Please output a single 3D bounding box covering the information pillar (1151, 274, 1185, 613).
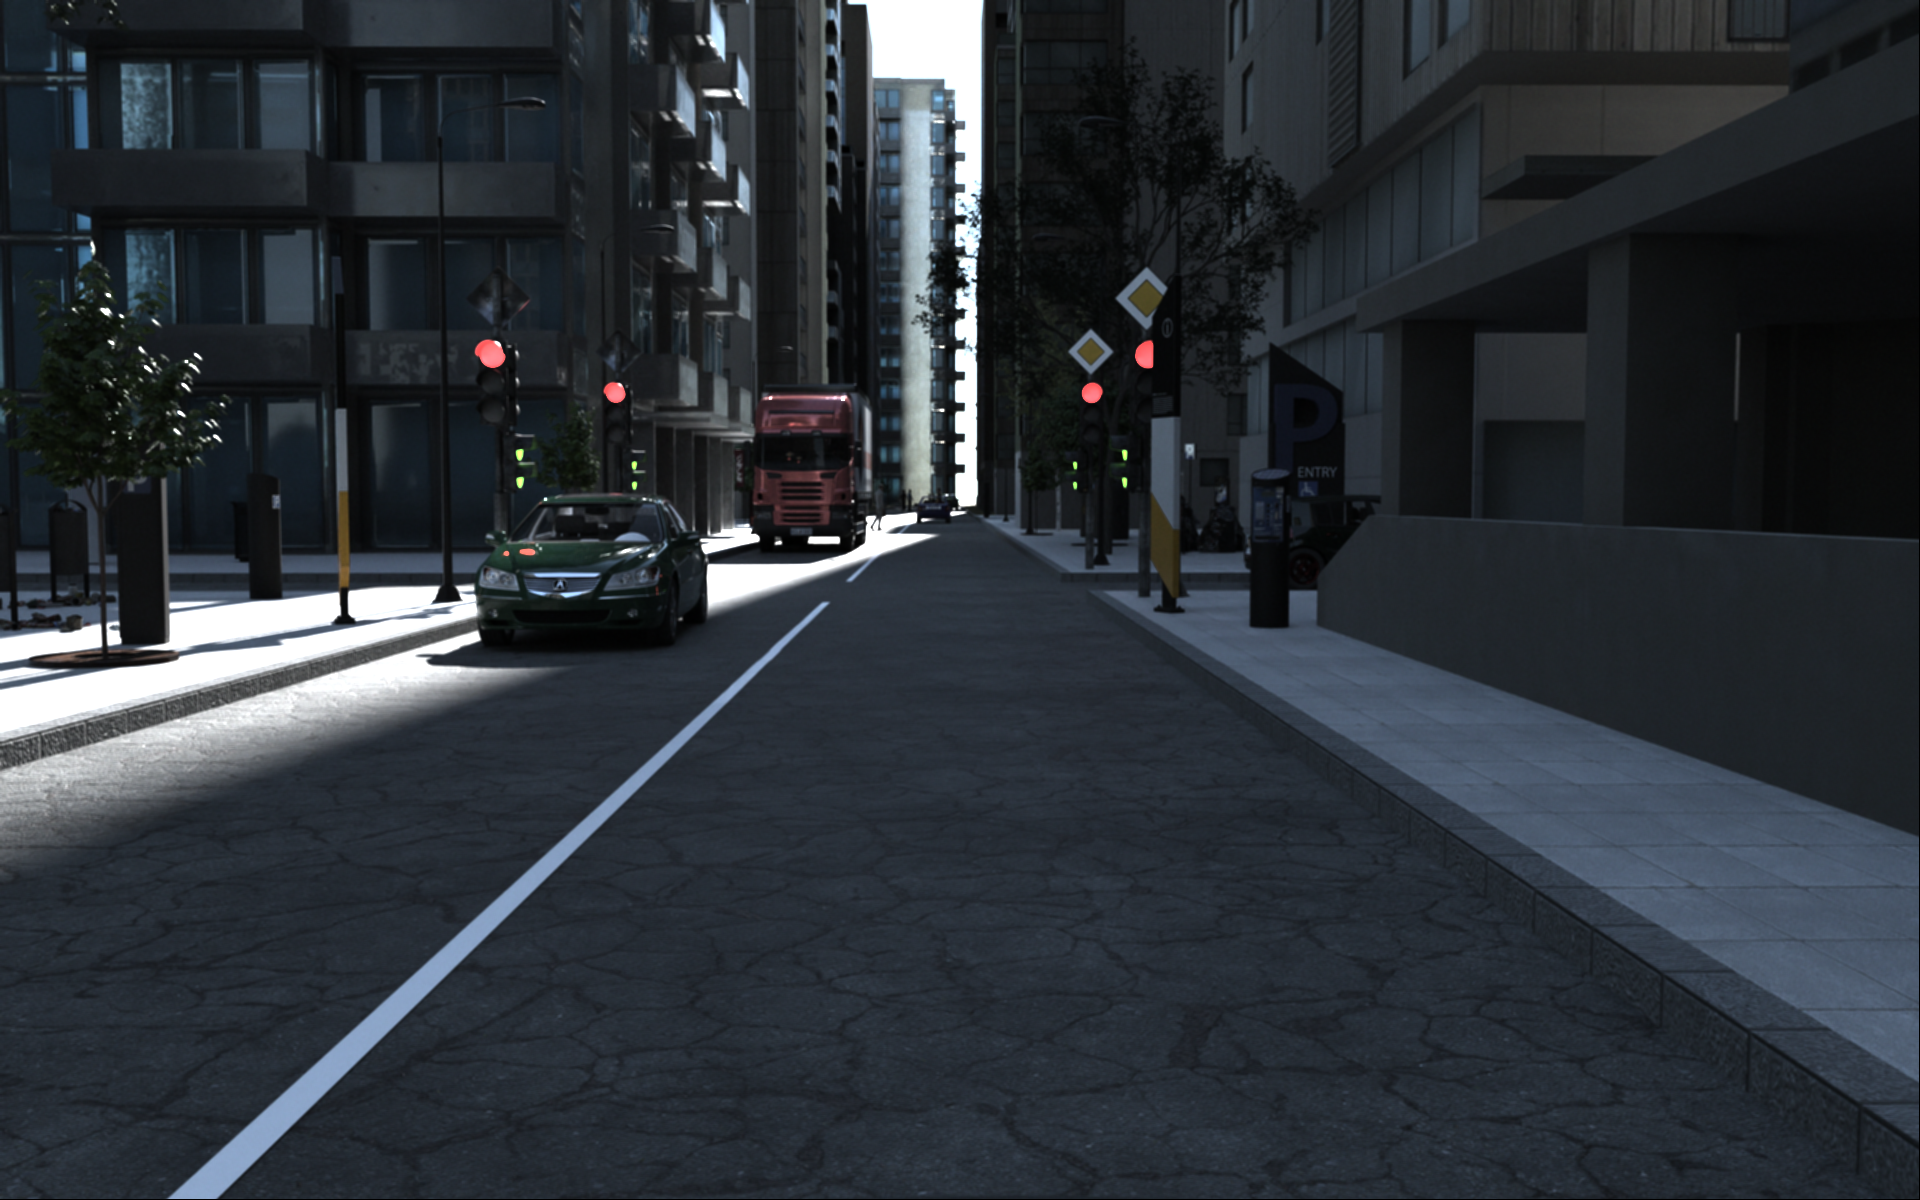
[{"bbox_3d":[2.236,-1.677,18.768,0.183,3.616,0.504,-2,4,-24],"label":"information pillar"}]

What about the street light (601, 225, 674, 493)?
[{"bbox_3d":[-5.640,-3.519,30.081,1.470,5.913,1.316,0,4,-1],"label":"street light"}]

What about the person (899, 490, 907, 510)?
[{"bbox_3d":[-5.193,-9.213,159.091,0.705,1.831,1.348,-2,4,-34],"label":"person"}]

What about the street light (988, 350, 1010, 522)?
[{"bbox_3d":[1.731,-5.093,55.819,1.470,5.913,1.316,0,4,-1],"label":"street light"}]

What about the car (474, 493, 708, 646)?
[{"bbox_3d":[-3.681,-0.372,17.885,2.131,1.459,4.920,0,4,-2],"label":"car"}]

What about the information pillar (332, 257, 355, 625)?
[{"bbox_3d":[-6.078,-1.569,17.011,0.183,3.616,0.504,-1,4,-22],"label":"information pillar"}]

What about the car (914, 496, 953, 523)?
[{"bbox_3d":[-1.316,-4.499,86.142,1.945,1.354,3.894,0,4,-1],"label":"car"}]

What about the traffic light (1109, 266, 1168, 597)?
[{"bbox_3d":[2.282,-1.993,21.509,0.839,4.253,0.868,0,4,-1],"label":"traffic light"}]

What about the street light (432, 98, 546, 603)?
[{"bbox_3d":[-5.562,-2.932,20.472,1.470,5.913,1.316,0,4,-1],"label":"street light"}]

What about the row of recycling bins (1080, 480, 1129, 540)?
[{"bbox_3d":[4.226,-2.645,50.364,1.069,1.692,3.534,0,4,-6],"label":"row of recycling bins"}]

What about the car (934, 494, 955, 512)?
[{"bbox_3d":[-1.487,-7.883,140.687,2.131,1.459,4.920,0,4,0],"label":"car"}]

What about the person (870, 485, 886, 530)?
[{"bbox_3d":[-3.177,-3.679,68.780,0.853,1.813,0.709,-3,5,-39],"label":"person"}]

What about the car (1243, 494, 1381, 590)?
[{"bbox_3d":[6.477,-1.024,26.530,4.222,1.686,2.009,0,4,-1],"label":"car"}]

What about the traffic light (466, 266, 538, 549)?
[{"bbox_3d":[-5.679,-1.987,21.409,0.839,4.253,0.868,0,4,-1],"label":"traffic light"}]

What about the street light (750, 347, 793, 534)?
[{"bbox_3d":[-5.986,-5.041,54.953,1.470,5.913,1.316,0,4,-1],"label":"street light"}]

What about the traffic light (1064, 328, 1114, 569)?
[{"bbox_3d":[2.197,-2.482,29.494,0.839,4.253,0.868,0,4,-1],"label":"traffic light"}]

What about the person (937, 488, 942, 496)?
[{"bbox_3d":[-1.375,-6.282,111.304,0.705,1.812,1.348,-1,4,-8],"label":"person"}]

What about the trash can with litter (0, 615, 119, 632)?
[{"bbox_3d":[-8.987,-0.330,16.458,2.233,1.210,1.678,1,4,20],"label":"trash can with litter"}]

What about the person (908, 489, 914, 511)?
[{"bbox_3d":[-4.147,-8.305,144.269,0.705,1.826,1.348,1,4,14],"label":"person"}]

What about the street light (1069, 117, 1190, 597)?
[{"bbox_3d":[2.160,-2.994,21.495,1.470,5.913,1.316,0,4,-1],"label":"street light"}]

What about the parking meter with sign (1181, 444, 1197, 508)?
[{"bbox_3d":[7.276,-3.871,59.558,1.738,3.016,0.543,-2,4,-32],"label":"parking meter with sign"}]

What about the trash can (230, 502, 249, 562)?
[{"bbox_3d":[-13.410,-1.293,32.788,0.748,1.137,0.748,0,3,0],"label":"trash can"}]

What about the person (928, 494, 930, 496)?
[{"bbox_3d":[-2.824,-9.007,159.025,0.557,1.426,1.065,0,4,-2],"label":"person"}]

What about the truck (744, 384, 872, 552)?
[{"bbox_3d":[-3.835,-3.518,46.429,2.839,4.237,11.283,0,4,0],"label":"truck"}]

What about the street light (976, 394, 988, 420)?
[{"bbox_3d":[1.596,-6.584,80.187,1.470,5.913,1.316,0,4,-1],"label":"street light"}]

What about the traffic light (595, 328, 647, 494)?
[{"bbox_3d":[-5.763,-2.475,29.394,0.839,4.253,0.868,0,4,-1],"label":"traffic light"}]

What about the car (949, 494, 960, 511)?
[{"bbox_3d":[-1.025,-8.365,148.568,2.131,1.459,4.920,0,4,0],"label":"car"}]

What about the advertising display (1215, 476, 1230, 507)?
[{"bbox_3d":[9.363,-3.465,61.874,0.123,1.923,0.974,-1,4,-18],"label":"advertising display"}]

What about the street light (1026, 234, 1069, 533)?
[{"bbox_3d":[1.998,-3.581,31.085,1.470,5.913,1.316,0,4,-1],"label":"street light"}]

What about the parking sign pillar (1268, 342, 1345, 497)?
[{"bbox_3d":[6.149,-2.586,30.760,1.447,3.967,1.447,0,4,2],"label":"parking sign pillar"}]

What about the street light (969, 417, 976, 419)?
[{"bbox_3d":[1.256,-8.079,104.635,1.470,5.913,1.316,0,4,-1],"label":"street light"}]

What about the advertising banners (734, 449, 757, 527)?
[{"bbox_3d":[-8.103,-4.415,68.378,2.074,3.025,0.090,-3,5,-44],"label":"advertising banners"}]
